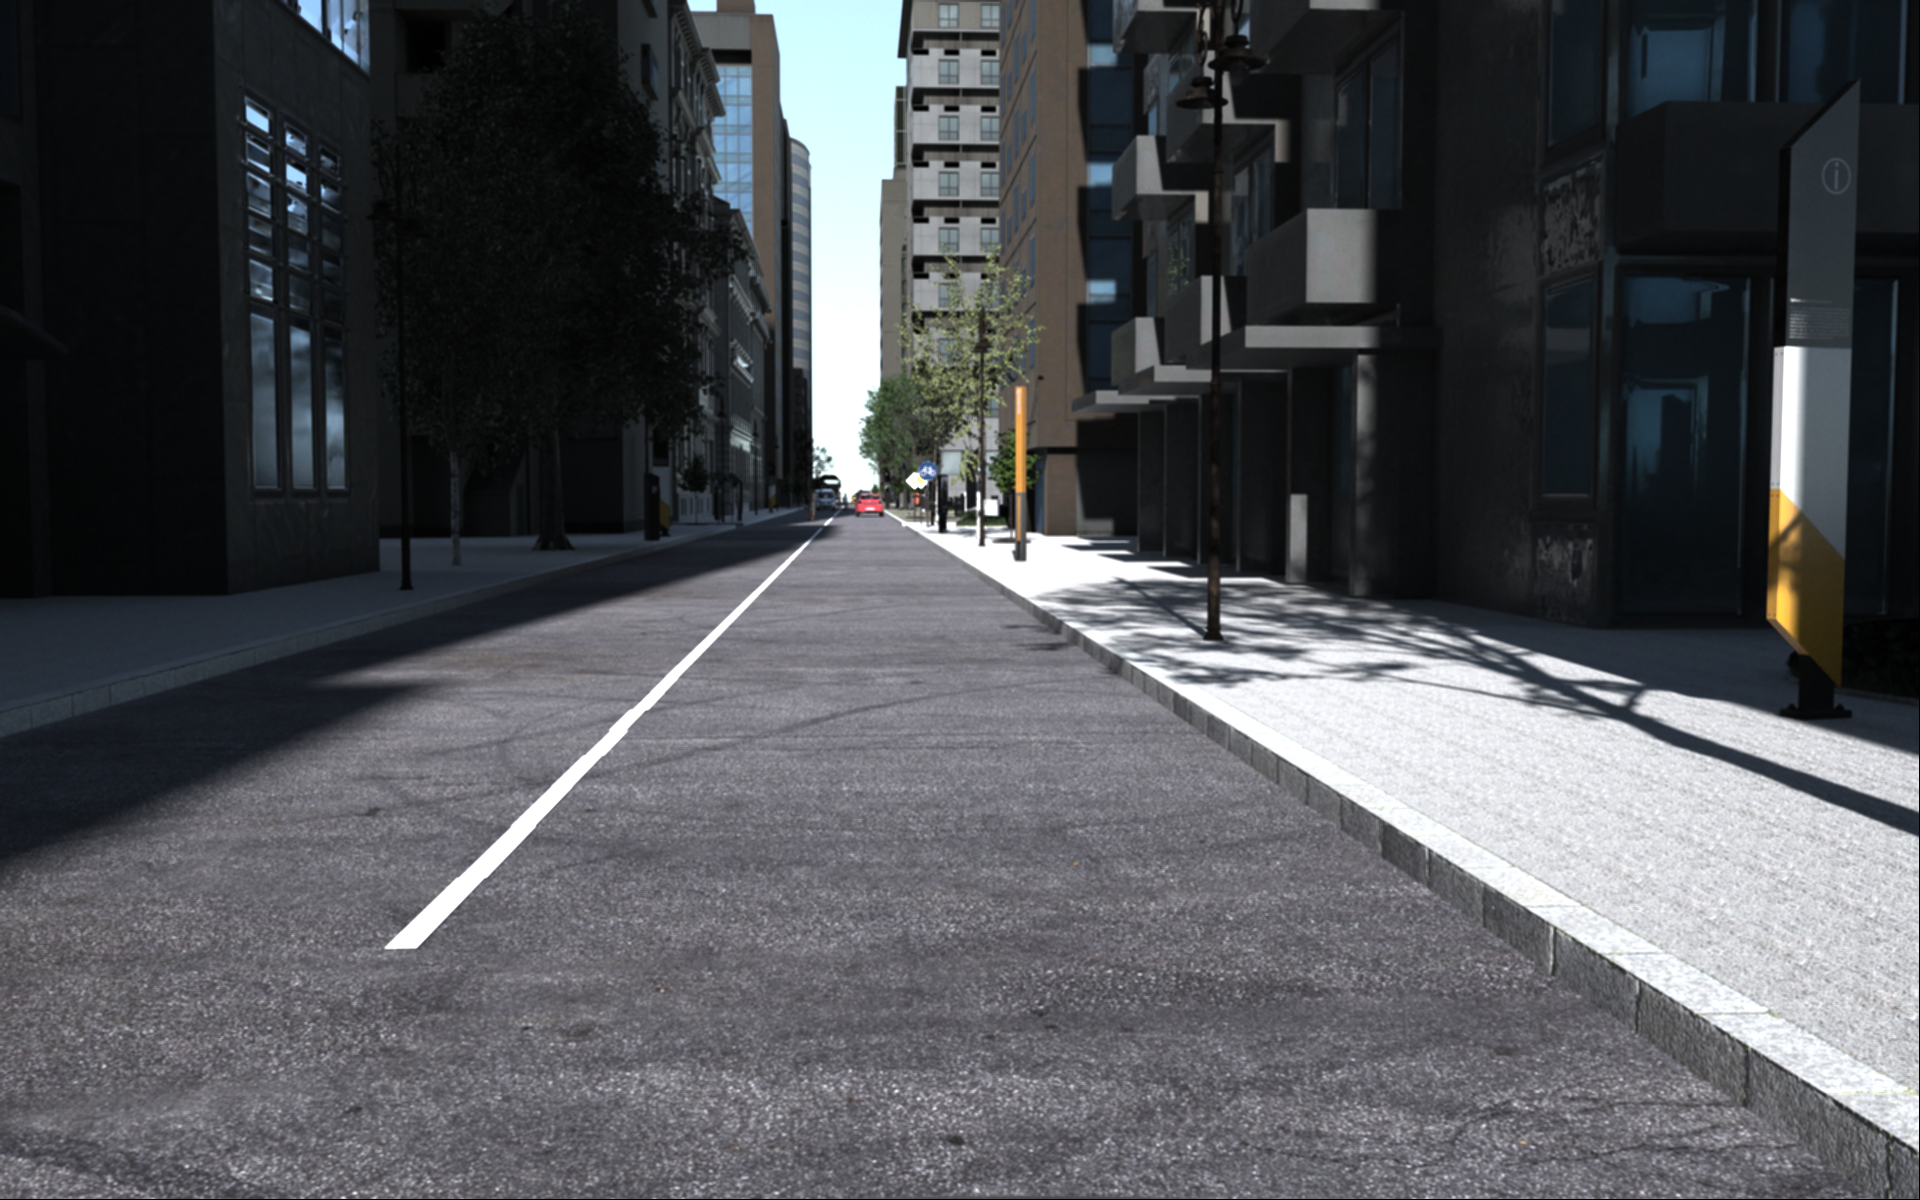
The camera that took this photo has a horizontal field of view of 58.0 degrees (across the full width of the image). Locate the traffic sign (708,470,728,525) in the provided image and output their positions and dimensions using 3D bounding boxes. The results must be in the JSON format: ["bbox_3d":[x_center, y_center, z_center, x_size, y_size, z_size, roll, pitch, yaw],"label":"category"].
[{"bbox_3d":[-9.885,-4.110,70.833,0.795,2.450,0.064,0,4,-3],"label":"traffic sign"}]

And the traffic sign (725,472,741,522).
[{"bbox_3d":[-10.363,-4.597,78.804,0.795,2.450,0.064,0,4,-3],"label":"traffic sign"}]

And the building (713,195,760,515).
[{"bbox_3d":[-19.387,-16.928,112.924,11.583,22.565,21.152,0,4,-3],"label":"building"}]

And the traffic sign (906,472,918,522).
[{"bbox_3d":[-2.082,-4.626,79.277,0.795,2.450,0.064,0,4,-3],"label":"traffic sign"}]

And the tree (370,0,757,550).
[{"bbox_3d":[-9.465,-7.502,39.671,9.611,12.733,9.660,0,3,0],"label":"tree"}]

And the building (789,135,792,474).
[{"bbox_3d":[-26.210,-32.894,187.928,14.600,45.320,14.200,0,4,-3],"label":"building"}]

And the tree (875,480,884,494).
[{"bbox_3d":[-8.343,-12.624,201.001,1.663,3.219,1.824,0,3,0],"label":"tree"}]

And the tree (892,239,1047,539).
[{"bbox_3d":[0.298,-6.060,49.439,4.737,8.622,4.395,0,3,0],"label":"tree"}]

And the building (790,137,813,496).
[{"bbox_3d":[-34.759,-45.100,279.388,21.231,58.520,28.212,0,4,-3],"label":"building"}]

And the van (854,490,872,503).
[{"bbox_3d":[-9.318,-9.865,168.301,2.013,2.044,4.112,0,4,-5],"label":"van"}]

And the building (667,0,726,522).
[{"bbox_3d":[-19.862,-18.502,89.896,14.401,28.519,23.554,0,4,-3],"label":"building"}]

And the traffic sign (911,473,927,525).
[{"bbox_3d":[-1.605,-4.138,71.307,0.795,2.450,0.064,0,4,-3],"label":"traffic sign"}]

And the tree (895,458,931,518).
[{"bbox_3d":[-2.396,-6.027,93.136,1.663,3.219,1.824,0,3,0],"label":"tree"}]

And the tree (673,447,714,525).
[{"bbox_3d":[-10.992,-4.742,72.140,1.663,3.219,1.824,0,3,0],"label":"tree"}]

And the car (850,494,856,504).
[{"bbox_3d":[-15.339,-15.159,258.078,2.015,1.641,3.980,0,4,-4],"label":"car"}]

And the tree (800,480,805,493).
[{"bbox_3d":[-17.547,-11.675,185.480,1.663,3.219,1.824,0,3,0],"label":"tree"}]

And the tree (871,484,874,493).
[{"bbox_3d":[-14.936,-18.990,305.089,1.663,3.219,1.824,0,3,0],"label":"tree"}]

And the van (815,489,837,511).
[{"bbox_3d":[-11.782,-8.888,152.329,2.013,2.044,4.112,0,4,-3],"label":"van"}]

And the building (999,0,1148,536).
[{"bbox_3d":[8.794,-24.972,58.404,14.600,45.320,14.200,0,4,-3],"label":"building"}]

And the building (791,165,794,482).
[{"bbox_3d":[-26.766,-33.760,202.094,14.600,45.320,14.200,0,4,-3],"label":"building"}]

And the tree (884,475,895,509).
[{"bbox_3d":[-5.179,-9.510,150.083,1.663,3.219,1.824,0,3,0],"label":"tree"}]

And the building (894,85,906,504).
[{"bbox_3d":[-3.303,-52.876,302.778,20.563,71.187,20.611,0,4,-3],"label":"building"}]

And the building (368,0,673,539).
[{"bbox_3d":[-21.653,-26.589,58.440,21.600,48.544,21.300,0,4,-3],"label":"building"}]

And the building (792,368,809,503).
[{"bbox_3d":[-36.305,-24.883,251.872,27.650,21.520,28.899,0,4,-3],"label":"building"}]

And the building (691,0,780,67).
[{"bbox_3d":[-23.707,-31.172,159.772,14.600,45.320,14.200,0,4,-3],"label":"building"}]

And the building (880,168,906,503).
[{"bbox_3d":[-0.904,-38.495,253.091,21.300,48.544,21.600,0,4,-3],"label":"building"}]

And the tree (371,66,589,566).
[{"bbox_3d":[-8.820,-4.927,30.923,4.360,8.622,3.978,0,3,0],"label":"tree"}]

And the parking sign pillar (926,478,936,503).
[{"bbox_3d":[-2.725,-10.051,152.801,1.447,3.967,1.447,0,4,2],"label":"parking sign pillar"}]

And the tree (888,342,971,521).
[{"bbox_3d":[-1.200,-8.124,83.191,4.360,8.622,3.978,0,3,0],"label":"tree"}]

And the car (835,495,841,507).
[{"bbox_3d":[-14.598,-11.378,198.606,1.945,1.354,3.894,0,4,-4],"label":"car"}]

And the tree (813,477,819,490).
[{"bbox_3d":[-25.688,-20.061,311.710,4.285,4.588,4.351,0,3,0],"label":"tree"}]

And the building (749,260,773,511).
[{"bbox_3d":[-21.844,-17.957,135.400,13.314,21.916,24.055,0,4,-3],"label":"building"}]

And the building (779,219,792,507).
[{"bbox_3d":[-24.308,-24.626,174.342,14.160,30.474,14.107,0,4,-3],"label":"building"}]

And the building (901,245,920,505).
[{"bbox_3d":[0.136,-26.329,202.181,14.160,30.474,14.107,0,4,-3],"label":"building"}]

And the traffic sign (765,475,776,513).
[{"bbox_3d":[-12.699,-7.095,116.113,0.768,2.556,0.104,0,4,0],"label":"traffic sign"}]

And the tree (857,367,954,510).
[{"bbox_3d":[-4.282,-13.111,140.124,9.928,11.665,9.643,0,3,0],"label":"tree"}]

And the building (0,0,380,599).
[{"bbox_3d":[-17.882,-42.664,10.225,22.319,86.520,31.000,0,4,-3],"label":"building"}]

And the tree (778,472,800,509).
[{"bbox_3d":[-15.347,-9.678,152.828,1.663,3.219,1.824,0,3,0],"label":"tree"}]

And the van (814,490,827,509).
[{"bbox_3d":[-13.773,-9.889,168.695,2.013,2.044,4.112,0,4,-3],"label":"van"}]

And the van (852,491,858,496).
[{"bbox_3d":[-16.329,-16.576,278.035,2.013,2.044,4.112,0,4,-4],"label":"van"}]

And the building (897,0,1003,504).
[{"bbox_3d":[8.170,-36.204,181.182,28.713,52.752,27.495,0,4,-3],"label":"building"}]

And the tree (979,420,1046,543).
[{"bbox_3d":[1.382,-3.115,45.525,1.663,3.219,1.824,0,3,0],"label":"tree"}]

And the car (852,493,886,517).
[{"bbox_3d":[-5.799,-6.225,110.812,2.155,1.783,4.494,0,4,-4],"label":"car"}]

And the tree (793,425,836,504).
[{"bbox_3d":[-20.709,-18.150,231.170,8.767,10.594,7.601,-1,4,-11],"label":"tree"}]

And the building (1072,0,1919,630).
[{"bbox_3d":[14.765,-24.998,28.321,23.786,49.044,30.456,0,4,-3],"label":"building"}]

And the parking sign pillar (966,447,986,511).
[{"bbox_3d":[0.885,-6.620,96.715,1.447,3.967,1.447,-2,4,-35],"label":"parking sign pillar"}]

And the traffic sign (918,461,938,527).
[{"bbox_3d":[-1.245,-4.090,66.983,0.768,2.556,0.104,0,3,0],"label":"traffic sign"}]
